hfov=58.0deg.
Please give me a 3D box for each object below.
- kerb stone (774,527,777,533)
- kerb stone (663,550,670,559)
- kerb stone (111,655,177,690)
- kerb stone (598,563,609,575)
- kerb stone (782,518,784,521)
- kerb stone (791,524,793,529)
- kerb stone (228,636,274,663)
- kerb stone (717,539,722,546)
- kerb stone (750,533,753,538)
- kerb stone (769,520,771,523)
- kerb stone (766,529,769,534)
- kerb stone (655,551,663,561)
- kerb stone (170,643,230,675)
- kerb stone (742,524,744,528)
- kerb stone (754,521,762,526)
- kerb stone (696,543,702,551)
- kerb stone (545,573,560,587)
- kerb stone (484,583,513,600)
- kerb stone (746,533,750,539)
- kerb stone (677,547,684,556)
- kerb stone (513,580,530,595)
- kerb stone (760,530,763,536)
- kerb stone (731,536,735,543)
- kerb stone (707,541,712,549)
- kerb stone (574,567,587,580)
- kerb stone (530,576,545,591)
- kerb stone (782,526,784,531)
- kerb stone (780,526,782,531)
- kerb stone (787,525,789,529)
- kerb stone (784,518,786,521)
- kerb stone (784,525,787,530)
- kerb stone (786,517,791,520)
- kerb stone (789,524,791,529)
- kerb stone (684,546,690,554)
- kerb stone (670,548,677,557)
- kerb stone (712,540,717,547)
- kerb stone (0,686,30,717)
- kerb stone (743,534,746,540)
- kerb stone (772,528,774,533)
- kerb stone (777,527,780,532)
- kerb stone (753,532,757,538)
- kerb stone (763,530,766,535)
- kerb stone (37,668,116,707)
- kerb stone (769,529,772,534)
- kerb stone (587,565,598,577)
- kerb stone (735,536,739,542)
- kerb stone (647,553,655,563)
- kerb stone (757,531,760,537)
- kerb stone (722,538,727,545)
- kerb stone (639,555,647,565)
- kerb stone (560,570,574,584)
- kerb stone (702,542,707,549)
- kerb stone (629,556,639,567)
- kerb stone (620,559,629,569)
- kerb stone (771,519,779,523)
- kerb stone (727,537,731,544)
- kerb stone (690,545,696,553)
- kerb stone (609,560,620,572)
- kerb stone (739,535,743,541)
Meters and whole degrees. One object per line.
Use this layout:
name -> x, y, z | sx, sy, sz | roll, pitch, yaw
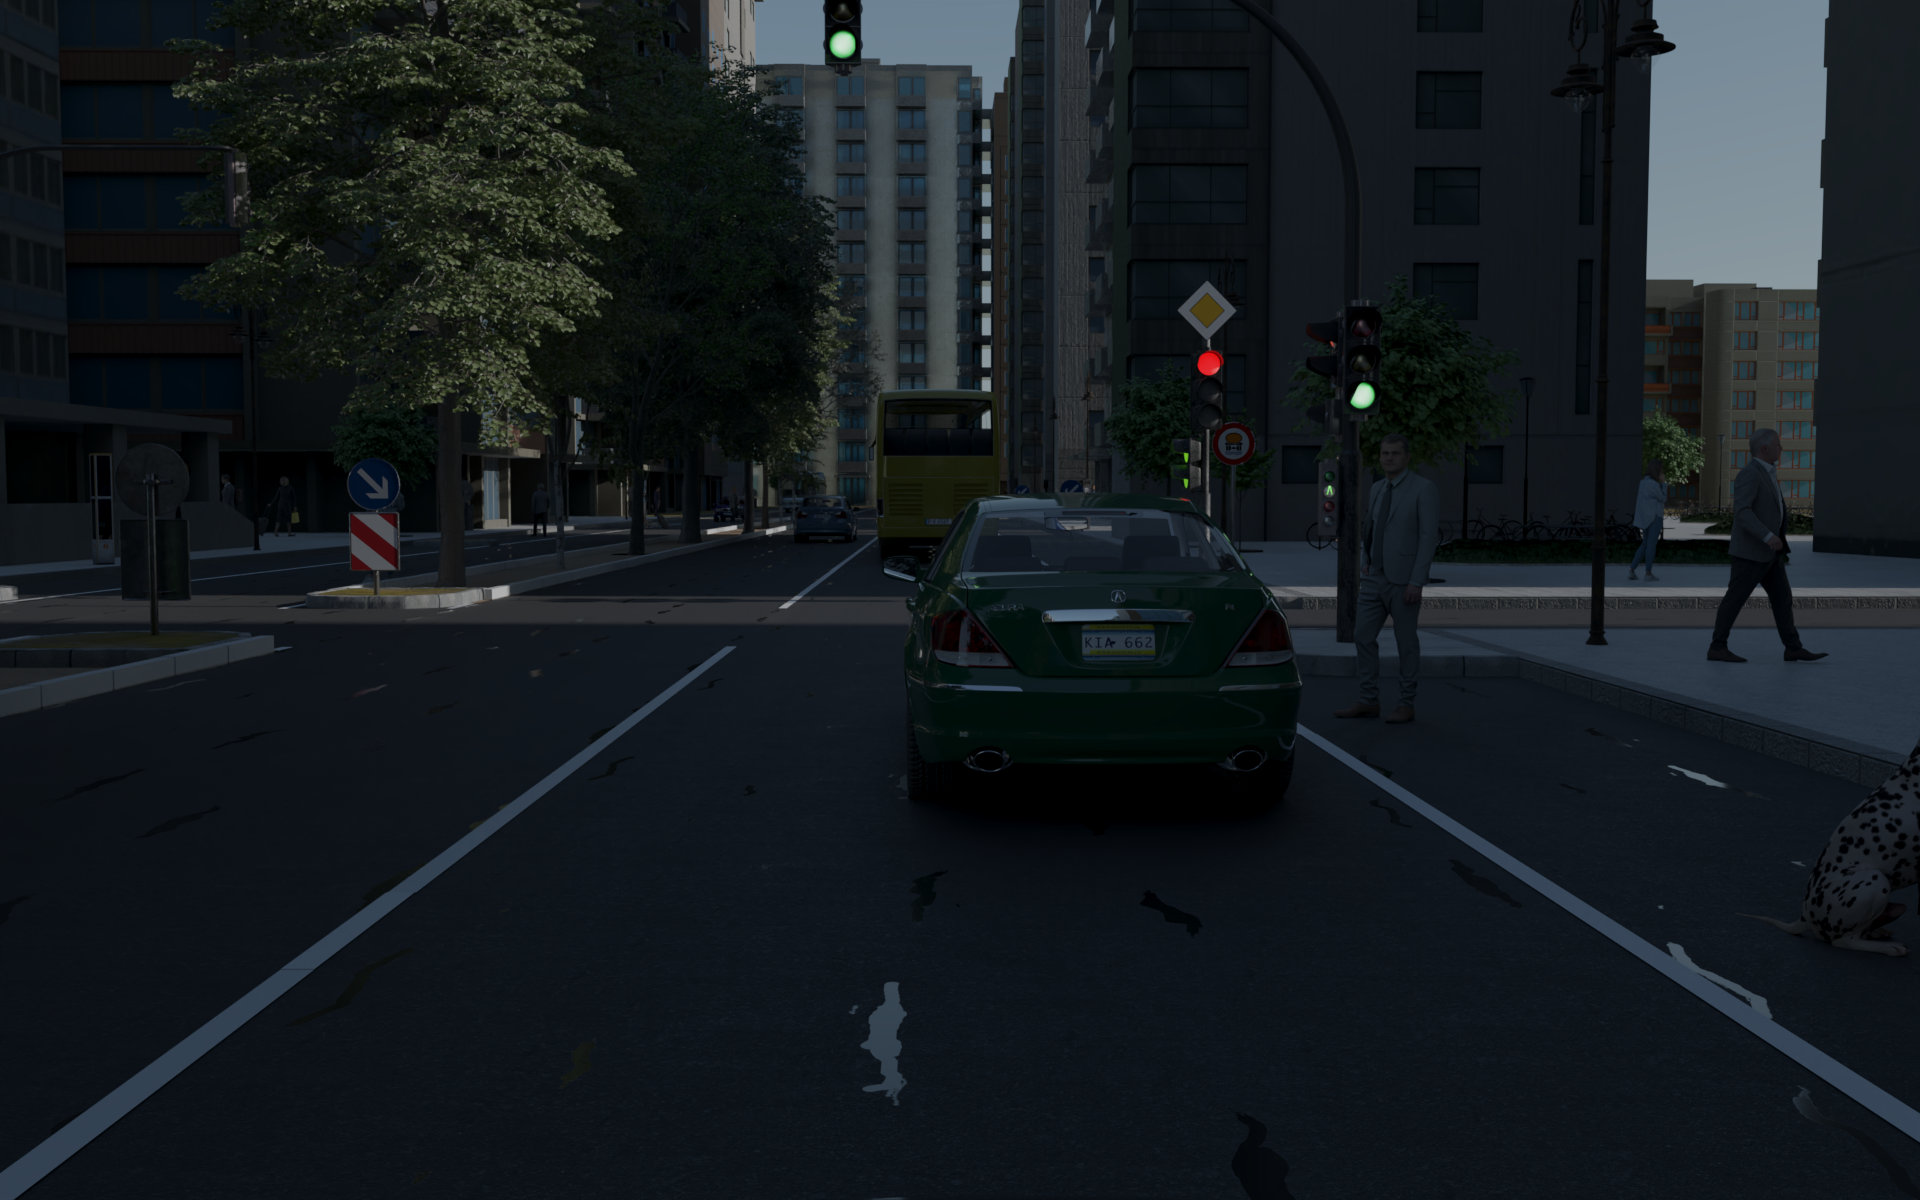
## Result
kerb stone -> -6.965, -2.551, 63.906 | 0.120, 0.150, 1.000 | 0, 4, -1
kerb stone -> -6.595, -0.984, 38.282 | 0.120, 0.150, 1.000 | 0, 4, -1
kerb stone -> -6.243, 0.557, 13.147 | 0.120, 0.150, 1.000 | 0, 4, -1
kerb stone -> -6.498, -0.545, 31.105 | 0.120, 0.150, 1.000 | 0, 4, -1
kerb stone -> -9.431, -4.180, 90.545 | 0.120, 0.150, 1.000 | 0, 4, -1
kerb stone -> -7.053, -2.989, 71.070 | 0.120, 0.150, 1.000 | 0, 4, -1
kerb stone -> -6.269, 0.428, 15.190 | 0.120, 0.150, 1.000 | 0, 4, -1
kerb stone -> -6.721, -1.549, 47.523 | 0.120, 0.150, 1.000 | 0, 4, -1
kerb stone -> -6.846, -2.050, 55.712 | 0.120, 0.150, 1.000 | 0, 4, -1
kerb stone -> -9.328, -3.741, 83.359 | 0.120, 0.150, 1.000 | 0, 4, -1
kerb stone -> -6.911, -2.364, 60.840 | 0.120, 0.150, 1.000 | 0, 4, -1
kerb stone -> -6.576, -0.919, 37.260 | 0.120, 0.150, 1.000 | 0, 4, -1
kerb stone -> -6.257, 0.491, 14.168 | 0.120, 0.150, 1.000 | 0, 4, -1
kerb stone -> -9.172, -3.049, 72.077 | 0.120, 0.150, 1.000 | 0, 4, -1
kerb stone -> -9.270, -3.491, 79.265 | 0.120, 0.150, 1.000 | 0, 4, -1
kerb stone -> -6.663, -1.297, 43.410 | 0.120, 0.150, 1.000 | 0, 4, -1
kerb stone -> -6.444, -0.294, 27.004 | 0.120, 0.150, 1.000 | 0, 4, -1
kerb stone -> -6.399, -0.101, 23.933 | 0.120, 0.150, 1.000 | 0, 4, -1
kerb stone -> -6.827, -1.987, 54.690 | 0.120, 0.150, 1.000 | 0, 4, -1
kerb stone -> -6.631, -1.107, 40.331 | 0.120, 0.150, 1.000 | 0, 4, -1
kerb stone -> -6.412, -0.167, 24.954 | 0.120, 0.150, 1.000 | 0, 4, -1
kerb stone -> -6.882, -2.237, 58.794 | 0.120, 0.150, 1.000 | 0, 4, -1
kerb stone -> -6.769, -1.737, 50.601 | 0.120, 0.150, 1.000 | 0, 4, -1
kerb stone -> -6.700, -1.423, 45.469 | 0.120, 0.150, 1.000 | 0, 4, -1
kerb stone -> -6.468, -0.419, 29.059 | 0.120, 0.150, 1.000 | 0, 4, -1
kerb stone -> -6.431, -0.224, 25.977 | 0.120, 0.150, 1.000 | 0, 4, -1
kerb stone -> -7.000, -2.732, 66.982 | 0.120, 0.150, 1.000 | 0, 4, -1
kerb stone -> -6.982, -2.677, 65.959 | 0.120, 0.150, 1.000 | 0, 4, -1
kerb stone -> -7.030, -2.864, 69.026 | 0.120, 0.150, 1.000 | 0, 4, -1
kerb stone -> -9.446, -4.243, 91.567 | 0.120, 0.150, 1.000 | 0, 4, -1
kerb stone -> -7.009, -2.802, 68.004 | 0.120, 0.150, 1.000 | 0, 4, -1
kerb stone -> -9.484, -4.431, 94.634 | 0.120, 0.150, 1.000 | 0, 4, -1
kerb stone -> -7.041, -2.927, 70.048 | 0.120, 0.150, 1.000 | 0, 4, -1
kerb stone -> -6.640, -1.172, 41.359 | 0.120, 0.150, 1.000 | 0, 4, -1
kerb stone -> -6.620, -1.044, 39.308 | 0.120, 0.150, 1.000 | 0, 4, -1
kerb stone -> -6.714, -1.482, 46.501 | 0.120, 0.150, 1.000 | 0, 4, -1
kerb stone -> -6.213, 0.681, 11.103 | 0.120, 0.150, 1.000 | 0, 4, -1
kerb stone -> -6.812, -1.921, 53.668 | 0.120, 0.150, 1.000 | 0, 4, -1
kerb stone -> -6.941, -2.489, 62.884 | 0.120, 0.150, 1.000 | 0, 4, -1
kerb stone -> -6.964, -2.614, 64.937 | 0.120, 0.150, 1.000 | 0, 4, -1
kerb stone -> -6.855, -2.111, 56.734 | 0.120, 0.150, 1.000 | 0, 4, -1
kerb stone -> -6.900, -2.301, 59.818 | 0.120, 0.150, 1.000 | 0, 4, -1
kerb stone -> -6.229, 0.616, 12.125 | 0.120, 0.150, 1.000 | 0, 4, -1
kerb stone -> -6.930, -2.421, 61.863 | 0.120, 0.150, 1.000 | 0, 4, -1
kerb stone -> -6.484, -0.482, 30.083 | 0.120, 0.150, 1.000 | 0, 4, -1
kerb stone -> -6.774, -1.798, 51.623 | 0.120, 0.150, 1.000 | 0, 4, -1
kerb stone -> -6.567, -0.859, 36.233 | 0.120, 0.150, 1.000 | 0, 4, -1
kerb stone -> -6.863, -2.175, 57.761 | 0.120, 0.150, 1.000 | 0, 4, -1
kerb stone -> -6.738, -1.608, 48.553 | 0.120, 0.150, 1.000 | 0, 4, -1
kerb stone -> -6.551, -0.796, 35.203 | 0.120, 0.150, 1.000 | 0, 4, -1
kerb stone -> -6.455, -0.357, 28.034 | 0.120, 0.150, 1.000 | 0, 4, -1
kerb stone -> -6.688, -1.357, 44.443 | 0.120, 0.150, 1.000 | 0, 4, -1
kerb stone -> -6.526, -0.731, 34.182 | 0.120, 0.150, 1.000 | 0, 4, -1
kerb stone -> -6.526, -0.670, 33.154 | 0.120, 0.150, 1.000 | 0, 4, -1
kerb stone -> -9.392, -3.992, 87.472 | 0.120, 0.150, 1.000 | 0, 4, -1
kerb stone -> -6.754, -1.675, 49.579 | 0.120, 0.150, 1.000 | 0, 4, -1
kerb stone -> -6.653, -1.235, 42.385 | 0.120, 0.150, 1.000 | 0, 4, -1
kerb stone -> -6.512, -0.608, 32.132 | 0.120, 0.150, 1.000 | 0, 4, -1
kerb stone -> -6.790, -1.860, 52.646 | 0.120, 0.150, 1.000 | 0, 4, -1
